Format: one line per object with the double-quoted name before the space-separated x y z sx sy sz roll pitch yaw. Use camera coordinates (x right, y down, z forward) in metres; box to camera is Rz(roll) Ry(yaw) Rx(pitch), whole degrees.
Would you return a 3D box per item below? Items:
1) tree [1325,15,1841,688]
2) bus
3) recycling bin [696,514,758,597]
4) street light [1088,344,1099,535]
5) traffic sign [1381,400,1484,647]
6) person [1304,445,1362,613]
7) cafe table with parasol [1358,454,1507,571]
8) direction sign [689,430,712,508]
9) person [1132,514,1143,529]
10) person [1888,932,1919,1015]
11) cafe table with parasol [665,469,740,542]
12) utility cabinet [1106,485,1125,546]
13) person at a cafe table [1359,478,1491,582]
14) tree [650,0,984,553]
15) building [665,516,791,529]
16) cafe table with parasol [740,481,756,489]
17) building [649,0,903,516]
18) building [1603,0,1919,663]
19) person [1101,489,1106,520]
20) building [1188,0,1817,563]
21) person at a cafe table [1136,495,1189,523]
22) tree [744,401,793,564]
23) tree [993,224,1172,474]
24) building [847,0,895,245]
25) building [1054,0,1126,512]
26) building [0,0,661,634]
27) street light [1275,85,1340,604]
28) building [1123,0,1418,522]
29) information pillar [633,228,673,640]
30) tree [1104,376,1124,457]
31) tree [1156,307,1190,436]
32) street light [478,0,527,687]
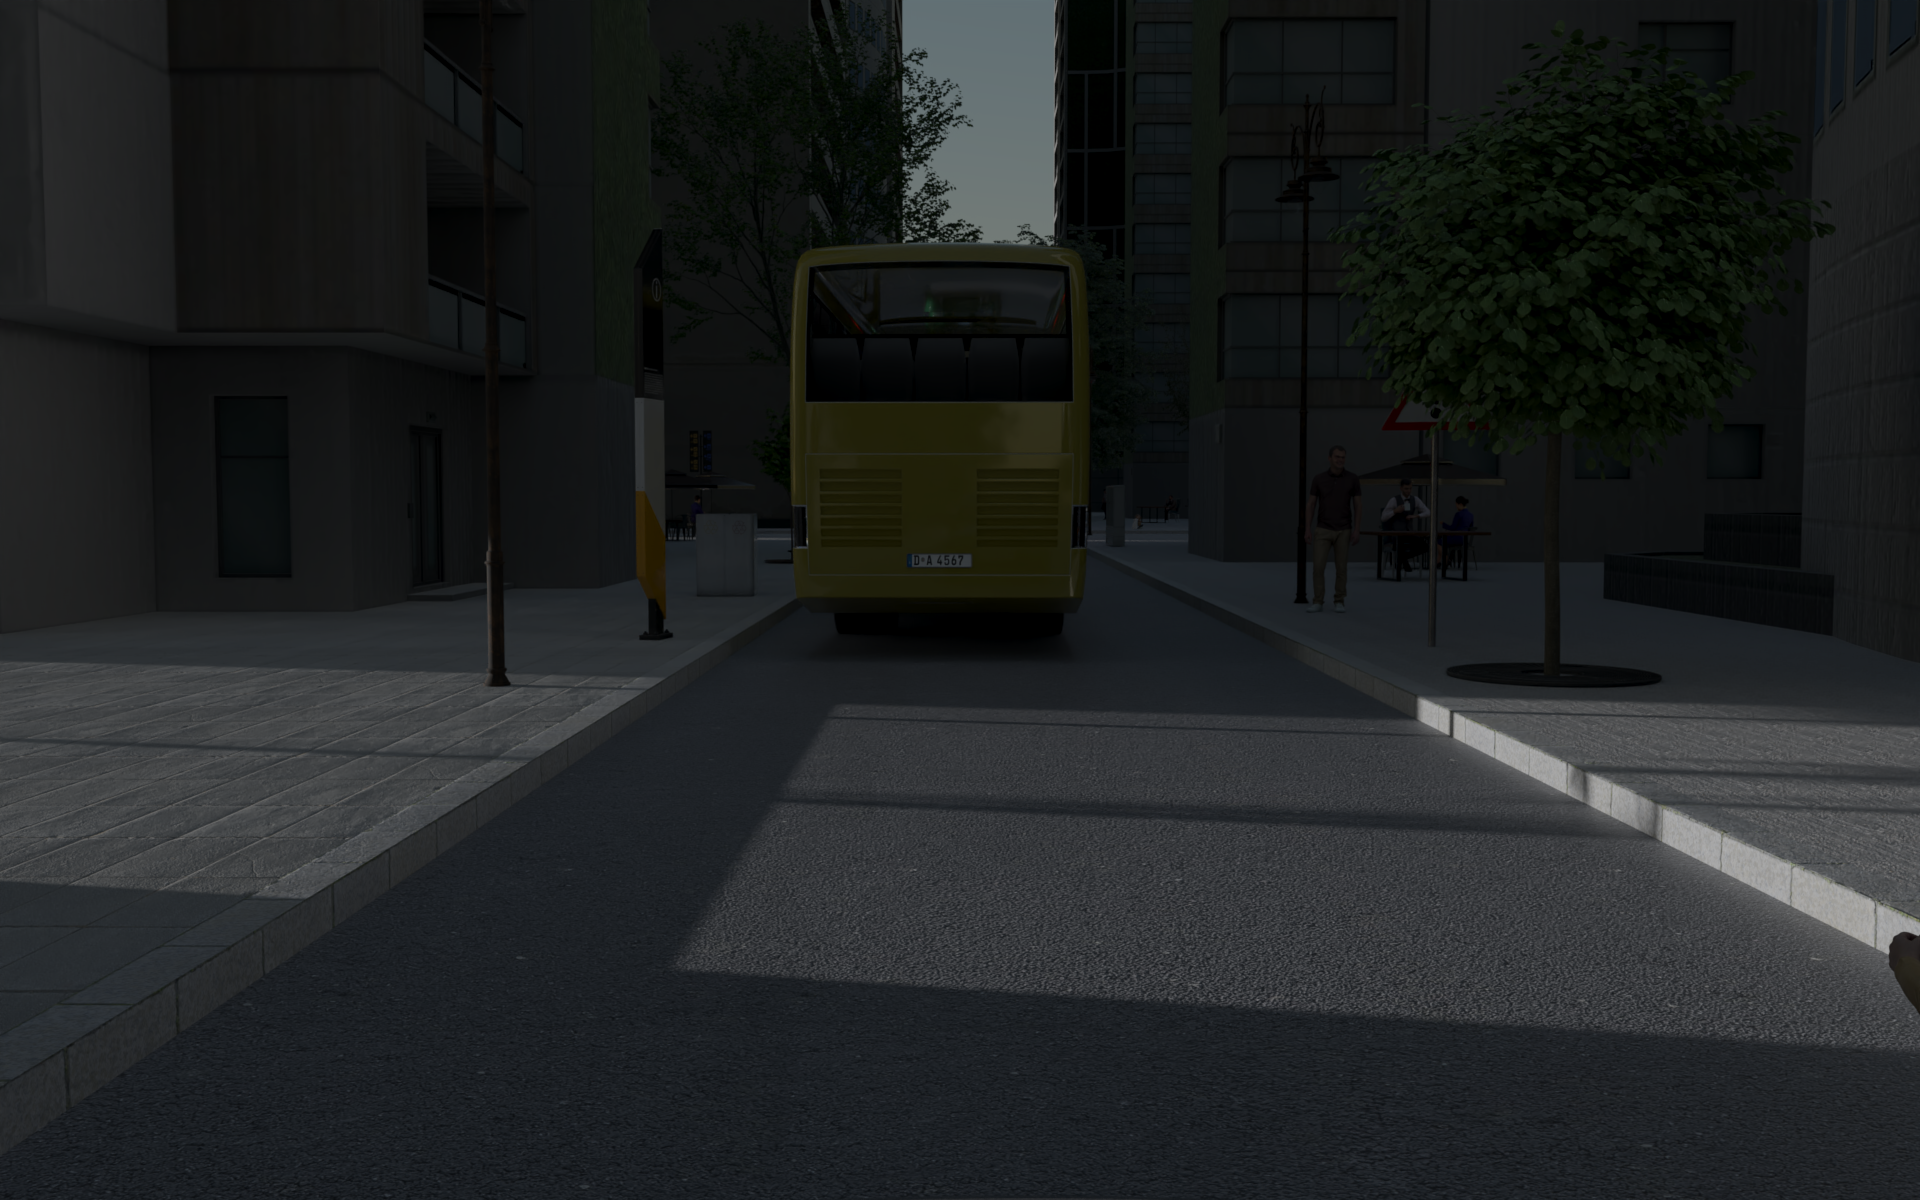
"tree" 4.242 -1.732 12.031 4.285 4.588 4.351 0 3 0
"bus" -0.053 -1.776 20.588 2.896 3.916 12.252 0 4 1
"recycling bin" -2.954 -0.577 21.987 0.722 1.027 0.722 0 4 -3
"street light" 4.028 -4.943 53.613 0.468 5.910 1.993 0 4 0
"traffic sign" 3.966 -0.886 14.484 0.884 2.594 0.081 0 4 7
"person" 4.035 -0.771 18.779 0.598 1.807 0.434 2 4 27
"cafe table with parasol" 7.966 -1.513 29.596 2.610 1.966 2.610 1 4 18
"direction sign" -9.225 -4.263 61.693 0.876 3.537 0.379 1 4 19
"person" 6.498 -2.869 63.434 0.357 0.543 0.381 -2 4 -35
"person" 1.733 0.830 2.848 0.347 0.859 0.695 1 4 15
"cafe table with parasol" -7.906 -2.610 47.545 2.610 1.966 2.610 2 4 23
"utility cabinet" 3.816 -2.079 42.676 0.318 1.500 1.173 0 4 -4
"person at a cafe table" 6.811 -1.070 26.007 1.698 1.524 1.622 -1 4 -9
"tree" -3.278 -6.854 37.816 9.928 11.665 9.643 0 3 0
"building" -16.145 -27.505 73.412 21.300 48.544 21.600 0 4 0
"cafe table with parasol" -7.506 -2.901 52.294 2.610 1.966 2.610 0 4 5
"building" -15.120 -30.606 124.115 21.300 48.544 21.600 0 4 0
"building" 17.484 -28.529 8.441 21.231 58.520 28.212 0 4 0
"person" 7.346 -4.796 86.674 0.590 1.554 0.614 -2 4 -24
"building" 11.986 -21.681 38.082 14.154 41.232 14.086 0 4 0
"person at a cafe table" 8.954 -4.046 77.017 1.726 1.238 1.698 -1 4 -14
"tree" -2.998 -2.300 32.207 1.663 3.219 1.824 0 3 0
"tree" 4.859 -10.712 81.793 9.857 13.997 8.962 0 3 0
"building" -14.766 -34.020 98.232 21.231 58.520 28.212 0 4 0
"building" 15.346 -42.046 125.708 20.563 71.187 20.611 0 4 0
"building" -11.921 -20.611 20.582 14.154 41.232 14.086 0 4 0
"street light" 4.011 -2.898 20.178 0.468 5.910 1.993 0 4 0
"building" 15.926 -25.153 94.839 14.154 41.232 14.086 0 4 0
"information pillar" -2.709 -1.456 15.161 0.183 3.616 0.504 1 4 12
"tree" 10.696 -9.507 105.798 4.737 8.622 4.395 0 3 0
"tree" 9.486 -7.193 67.969 4.360 8.622 3.978 0 3 0
"street light" -3.103 -2.363 11.430 0.468 5.910 1.993 0 4 0
